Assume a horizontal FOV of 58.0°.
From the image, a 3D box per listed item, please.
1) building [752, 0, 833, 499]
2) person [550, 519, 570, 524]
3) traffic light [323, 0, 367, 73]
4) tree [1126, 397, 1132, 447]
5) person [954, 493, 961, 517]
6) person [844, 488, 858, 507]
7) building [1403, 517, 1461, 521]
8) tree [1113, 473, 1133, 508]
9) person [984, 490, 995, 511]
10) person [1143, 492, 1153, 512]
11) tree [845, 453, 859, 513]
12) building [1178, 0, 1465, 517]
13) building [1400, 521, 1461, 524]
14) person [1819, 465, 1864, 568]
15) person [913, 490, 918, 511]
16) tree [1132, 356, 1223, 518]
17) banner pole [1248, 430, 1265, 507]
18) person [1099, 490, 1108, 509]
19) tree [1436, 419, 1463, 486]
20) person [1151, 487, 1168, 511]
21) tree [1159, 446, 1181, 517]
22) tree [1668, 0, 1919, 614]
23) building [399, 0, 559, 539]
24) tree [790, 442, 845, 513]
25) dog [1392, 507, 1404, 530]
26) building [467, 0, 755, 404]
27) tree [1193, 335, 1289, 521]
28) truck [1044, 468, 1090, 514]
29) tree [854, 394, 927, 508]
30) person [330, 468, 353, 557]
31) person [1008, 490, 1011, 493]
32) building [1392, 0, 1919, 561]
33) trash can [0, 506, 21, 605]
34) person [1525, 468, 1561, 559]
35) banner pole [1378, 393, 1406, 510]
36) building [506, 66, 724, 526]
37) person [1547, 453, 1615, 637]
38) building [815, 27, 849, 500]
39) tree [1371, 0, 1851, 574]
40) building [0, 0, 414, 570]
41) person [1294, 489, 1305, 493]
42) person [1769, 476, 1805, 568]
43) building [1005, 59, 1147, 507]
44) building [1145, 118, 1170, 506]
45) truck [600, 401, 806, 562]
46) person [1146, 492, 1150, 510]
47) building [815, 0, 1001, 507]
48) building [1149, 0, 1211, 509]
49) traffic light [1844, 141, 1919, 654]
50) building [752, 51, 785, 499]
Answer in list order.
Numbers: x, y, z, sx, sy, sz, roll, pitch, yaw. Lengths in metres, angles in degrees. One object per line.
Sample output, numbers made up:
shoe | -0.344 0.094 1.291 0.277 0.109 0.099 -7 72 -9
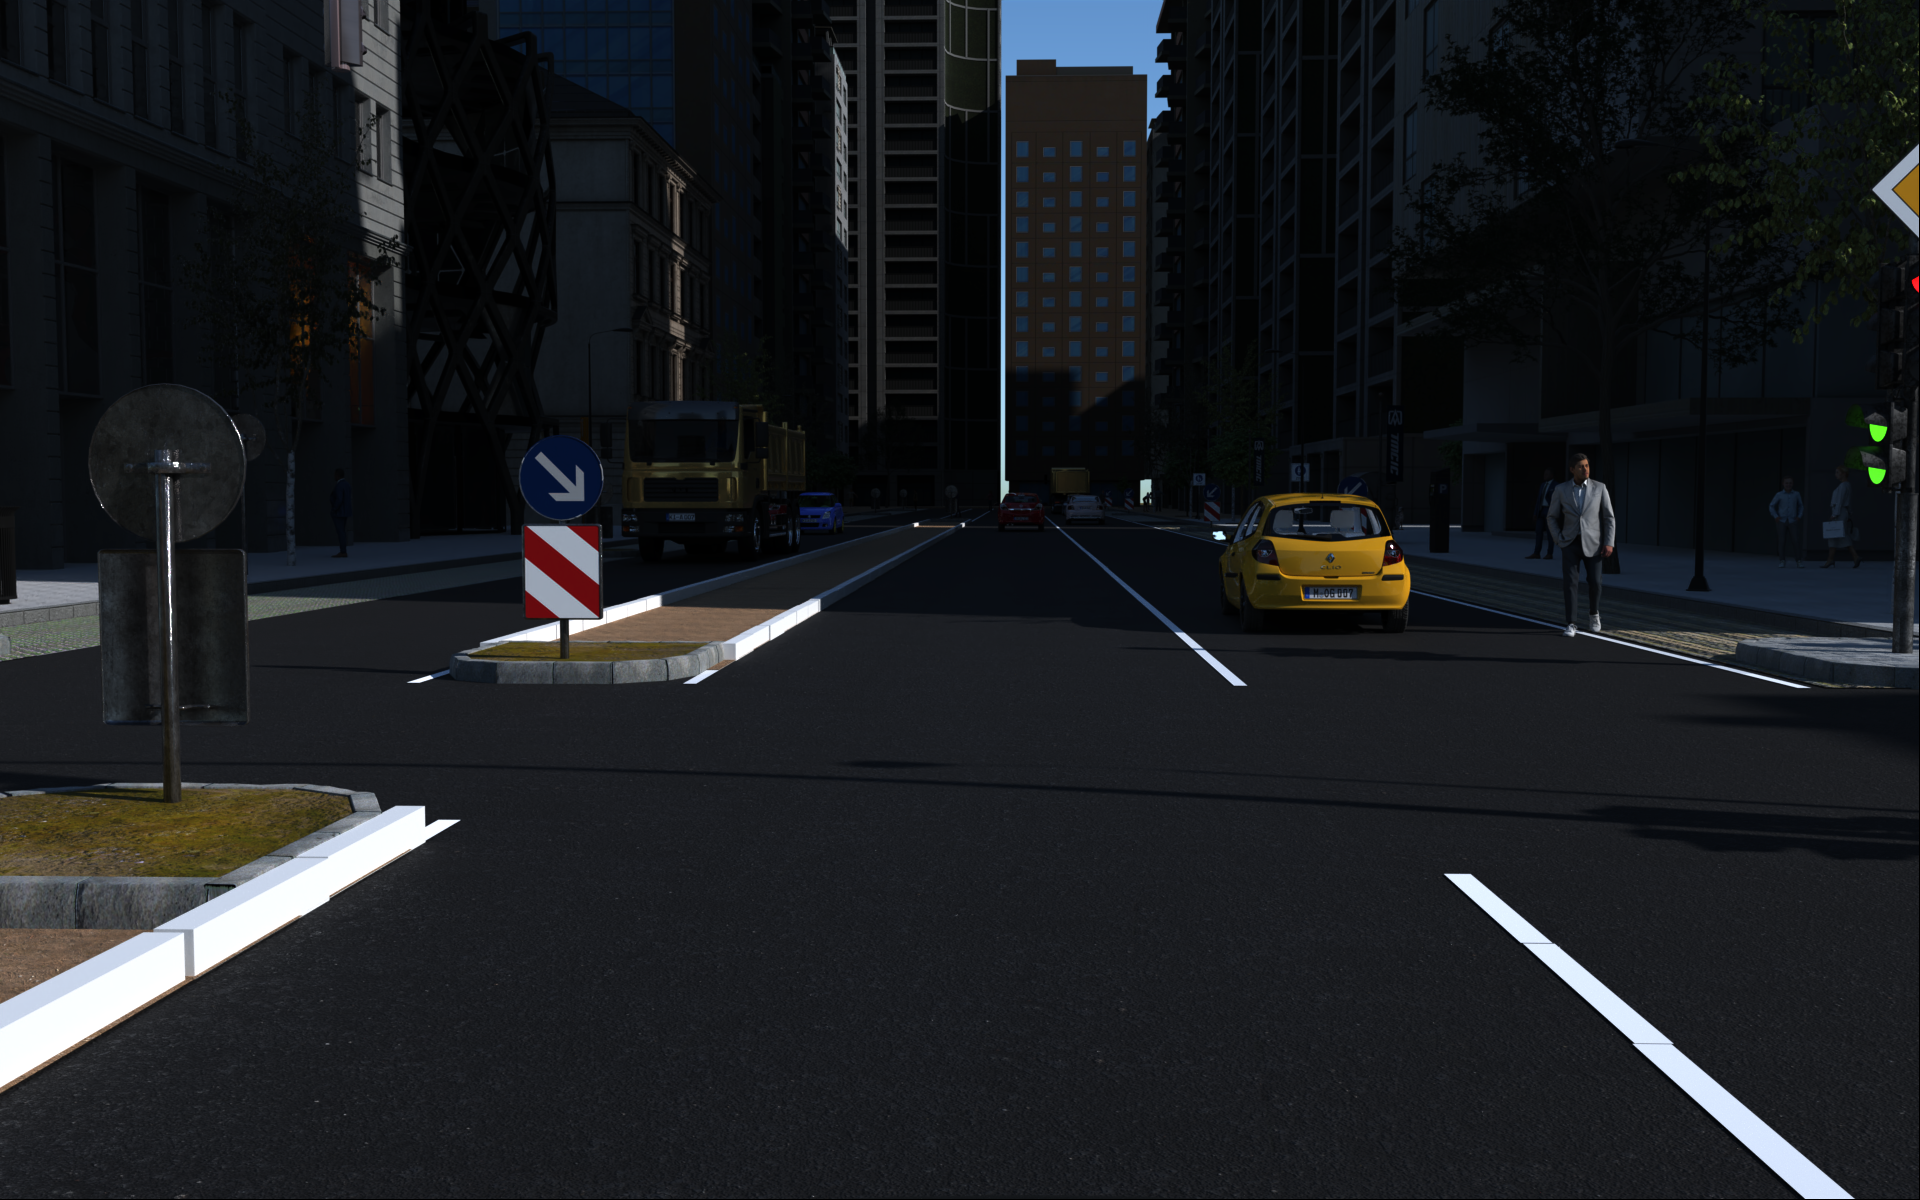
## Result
building | -21.554 -29.214 132.276 22.147 44.769 28.867 0 4 2
person | -11.578 -2.658 49.984 0.515 1.767 0.782 1 4 17
traffic light | -7.362 -2.431 14.410 4.771 5.953 1.251 0 4 2
tree | 13.511 -10.383 120.131 4.360 8.622 3.978 0 3 0
person | -0.178 -5.924 106.272 0.530 1.710 0.541 0 4 3
person | -10.477 -9.833 166.809 1.348 1.824 0.705 1 4 11
building | 26.865 -40.443 99.501 20.563 71.187 20.611 0 4 2
tree | 15.076 -10.018 158.388 1.663 3.219 1.824 0 3 0
person | 2.490 -8.359 145.887 1.217 1.743 0.721 -3 5 -44
person | 13.521 -7.055 124.580 0.628 1.438 0.799 3 5 44
tree | -8.567 -8.256 118.701 4.285 4.588 4.351 0 3 0
building | 26.577 -41.703 120.095 20.563 71.187 20.611 0 4 2
building | 26.750 -39.027 76.345 20.563 71.187 20.611 0 4 2
person | 15.226 -1.435 29.862 0.694 1.780 0.624 -3 5 -40
person | -3.857 -8.575 148.799 0.705 1.812 1.348 0 4 0
tree | 12.202 -8.690 92.441 4.360 8.622 3.978 0 3 0
banner pole | 11.488 -4.735 67.441 0.863 3.779 0.401 -1 4 -15
person | 12.844 -8.918 154.868 0.990 1.755 0.434 -1 4 -13
tree | 19.571 -4.966 64.904 4.285 4.588 4.351 0 3 0
person | 14.697 -7.466 128.187 1.350 1.814 0.705 1 4 17
tree | 12.918 -7.045 98.892 4.285 4.588 4.351 0 3 0
tree | 9.827 -4.140 18.056 4.737 8.622 4.395 0 3 0
building | -21.837 -11.488 55.283 16.820 18.784 16.811 0 4 2
tree | -9.583 -7.316 103.337 4.285 4.588 4.351 0 3 0
dog | 15.519 -2.903 61.839 0.800 0.831 0.513 0 4 -4
building | -19.510 -27.308 96.594 14.600 45.320 14.200 0 4 2
tree | 13.061 -7.988 80.968 4.737 8.622 4.395 0 3 0
truck | 7.901 -7.934 125.648 3.469 3.379 9.791 0 4 2
tree | -6.469 -13.802 160.075 7.601 10.594 8.767 0 4 7
person | -12.545 -1.767 35.119 0.419 1.800 0.721 0 4 -7
person | 4.572 -9.296 160.459 0.705 1.831 1.348 1 4 9
building | 27.732 -27.867 44.862 28.713 52.752 27.495 0 4 2
trash can | -11.320 -0.518 20.129 0.748 1.137 0.748 0 3 0
person | 11.564 -1.707 34.138 0.419 1.800 0.721 -2 4 -33
banner pole | 10.613 -3.233 42.879 0.863 3.779 0.401 -1 4 -13
building | -17.612 -13.111 78.990 10.561 19.102 19.286 0 4 2
person | 6.317 -0.568 17.636 0.661 1.843 0.795 2 4 23
building | -17.277 -28.833 155.015 14.086 41.232 14.154 0 4 2
tree | 10.156 -5.704 27.672 7.601 10.594 8.767 1 4 12
building | -20.815 -15.544 31.635 11.434 29.767 29.804 0 4 2
person | 15.810 -4.543 80.309 0.713 1.824 0.794 1 4 21
person | 14.395 -1.363 30.136 0.589 1.601 0.330 2 4 24
building | 11.921 -32.537 182.091 14.200 45.320 14.600 0 4 2
building | 26.756 -30.494 182.177 14.086 41.232 14.154 0 4 2
truck | -5.415 -2.630 38.917 3.469 3.379 9.791 0 4 3
person | 15.394 -8.087 141.490 0.991 1.433 0.599 -2 4 -28
building | -5.958 -45.687 185.231 20.611 71.187 20.563 0 4 2
building | 27.839 -30.027 145.565 22.147 44.769 28.867 0 4 2
traffic light | 7.596 -1.527 13.880 0.839 4.253 0.868 0 4 2
building | -19.180 -20.763 111.171 14.160 30.474 14.107 0 4 2
